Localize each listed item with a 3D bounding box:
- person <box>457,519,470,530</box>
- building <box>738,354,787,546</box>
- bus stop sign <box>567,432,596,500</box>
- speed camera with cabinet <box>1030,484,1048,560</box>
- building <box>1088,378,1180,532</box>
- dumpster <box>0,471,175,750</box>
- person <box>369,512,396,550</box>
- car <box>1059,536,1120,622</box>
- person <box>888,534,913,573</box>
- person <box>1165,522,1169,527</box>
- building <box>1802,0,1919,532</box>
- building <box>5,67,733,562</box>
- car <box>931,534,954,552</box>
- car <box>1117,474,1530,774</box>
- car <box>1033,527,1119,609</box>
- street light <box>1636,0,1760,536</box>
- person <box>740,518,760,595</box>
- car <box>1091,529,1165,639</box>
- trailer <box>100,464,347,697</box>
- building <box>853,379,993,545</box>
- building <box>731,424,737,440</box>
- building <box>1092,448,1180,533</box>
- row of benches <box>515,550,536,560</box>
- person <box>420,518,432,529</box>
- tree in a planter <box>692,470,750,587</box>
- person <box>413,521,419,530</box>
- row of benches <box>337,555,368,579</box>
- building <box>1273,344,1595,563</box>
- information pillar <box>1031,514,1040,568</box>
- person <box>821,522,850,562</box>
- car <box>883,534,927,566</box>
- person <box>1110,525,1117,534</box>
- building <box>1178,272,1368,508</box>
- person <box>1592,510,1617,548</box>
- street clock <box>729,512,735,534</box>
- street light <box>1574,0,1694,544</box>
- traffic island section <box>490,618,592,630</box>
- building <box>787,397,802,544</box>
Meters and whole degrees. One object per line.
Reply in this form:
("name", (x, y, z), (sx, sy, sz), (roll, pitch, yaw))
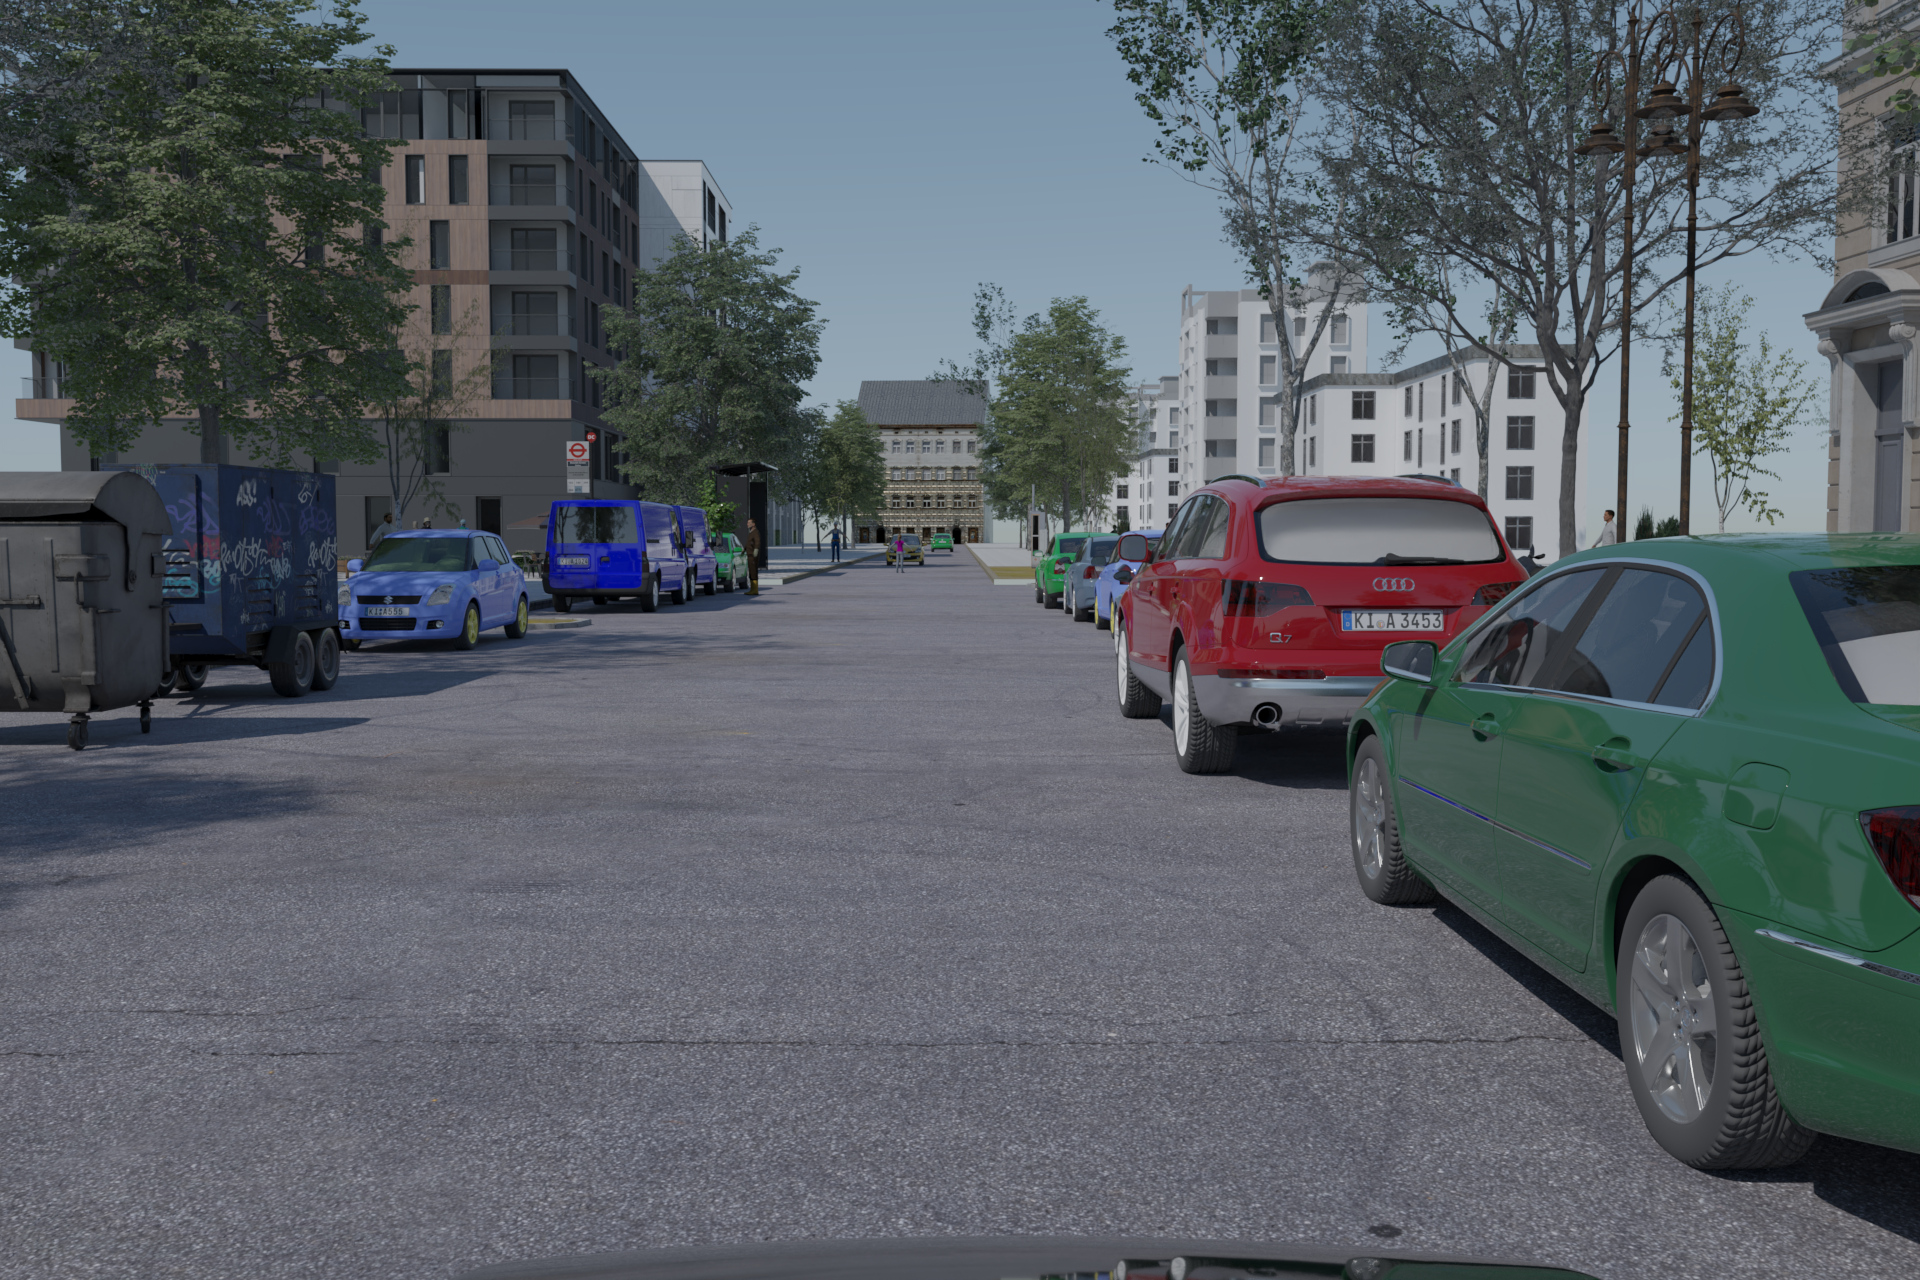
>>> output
("person", (-18.130, -3.496, 63.293), (1.347, 1.817, 0.704), (0, 4, 5))
("building", (-28.070, -19.336, 182.604), (16.747, 18.905, 31.486), (0, 4, -1))
("bus stop sign", (-9.886, -3.476, 45.536), (0.855, 3.939, 0.416), (0, 4, 1))
("speed camera with cabinet", (3.126, -4.529, 68.390), (0.660, 3.252, 2.038), (0, 4, -1))
("building", (21.323, -22.162, 218.760), (16.016, 20.090, 11.380), (0, 4, -1))
("dumpster", (-6.556, -0.226, 11.905), (1.865, 1.857, 1.264), (0, 3, 0))
("person", (-14.030, -2.233, 42.593), (0.704, 1.819, 1.344), (2, 4, 30))
("car", (2.724, -1.074, 29.558), (2.014, 1.417, 4.499), (0, 4, 0))
("person", (-2.190, -3.182, 63.752), (0.991, 1.433, 0.599), (1, 4, 18))
("person", (9.567, -4.509, 79.872), (0.704, 1.843, 1.345), (1, 4, 20))
("building", (24.313, -14.675, 25.836), (13.634, 28.700, 20.117), (0, 4, 0))
("building", (-27.966, -15.205, 92.571), (27.936, 21.610, 32.646), (0, 4, -1))
("car", (-1.420, -7.900, 137.962), (1.959, 1.807, 4.718), (0, 4, -1))
("car", (2.297, -0.198, 11.918), (2.281, 1.827, 5.304), (0, 4, -1))
("car", (2.469, -1.573, 34.523), (1.959, 1.807, 4.718), (0, 4, -1))
("street light", (6.472, -2.605, 15.378), (0.468, 5.910, 1.993), (0, 4, 0))
("person", (-4.881, -1.957, 40.593), (0.704, 1.812, 1.346), (-1, 4, -21))
("car", (2.881, -0.935, 24.875), (1.945, 1.707, 3.694), (0, 4, -1))
("trailer", (-6.481, -0.474, 14.794), (1.471, 1.999, 3.904), (0, 4, 0))
("building", (-4.902, -25.209, 245.554), (18.063, 23.208, 19.493), (0, 4, 5))
("building", (-26.943, -15.991, 127.903), (16.747, 18.905, 31.486), (0, 4, 0))
("building", (19.607, -14.783, 183.847), (9.099, 9.664, 28.070), (0, 4, 0))
("row of benches", (-16.878, -3.166, 67.219), (1.422, 0.672, 4.104), (-1, 4, -18))
("person", (-18.602, -3.350, 60.553), (0.705, 1.856, 1.354), (2, 4, 34))
("tree in a planter", (-6.916, -3.118, 48.200), (1.991, 3.239, 1.994), (0, 4, 0))
("person", (-22.398, -3.981, 71.218), (0.705, 1.813, 1.348), (0, 4, 7))
("row of benches", (-17.619, -2.144, 50.514), (1.422, 0.672, 4.104), (2, 4, 29))
("building", (23.437, -9.082, 90.637), (9.099, 9.664, 28.070), (0, 3, 0))
("information pillar", (2.813, -3.680, 64.652), (0.304, 2.012, 0.304), (0, 4, -1))
("person", (-5.680, -4.479, 79.095), (1.347, 1.847, 0.705), (0, 4, 3))
("car", (-2.502, -4.247, 79.659), (2.015, 1.641, 3.980), (0, 4, 0))
("person", (7.326, -4.649, 82.736), (1.216, 1.740, 0.721), (-2, 4, -27))
("building", (21.858, -16.854, 131.979), (16.016, 20.090, 11.380), (0, 4, -1))
("person", (14.041, -1.922, 37.573), (0.704, 1.810, 1.344), (0, 4, -1))
("street clock", (-7.310, -3.086, 55.022), (0.358, 2.002, 0.471), (0, 4, 1))
("street light", (5.889, -2.601, 15.320), (0.468, 5.910, 1.993), (0, 3, 0))
("traffic island section", (-6.827, -0.248, 26.920), (1.991, 0.108, 1.994), (0, 4, 1))
("building", (-29.634, -21.554, 218.870), (16.747, 18.905, 31.486), (0, 4, -1))
